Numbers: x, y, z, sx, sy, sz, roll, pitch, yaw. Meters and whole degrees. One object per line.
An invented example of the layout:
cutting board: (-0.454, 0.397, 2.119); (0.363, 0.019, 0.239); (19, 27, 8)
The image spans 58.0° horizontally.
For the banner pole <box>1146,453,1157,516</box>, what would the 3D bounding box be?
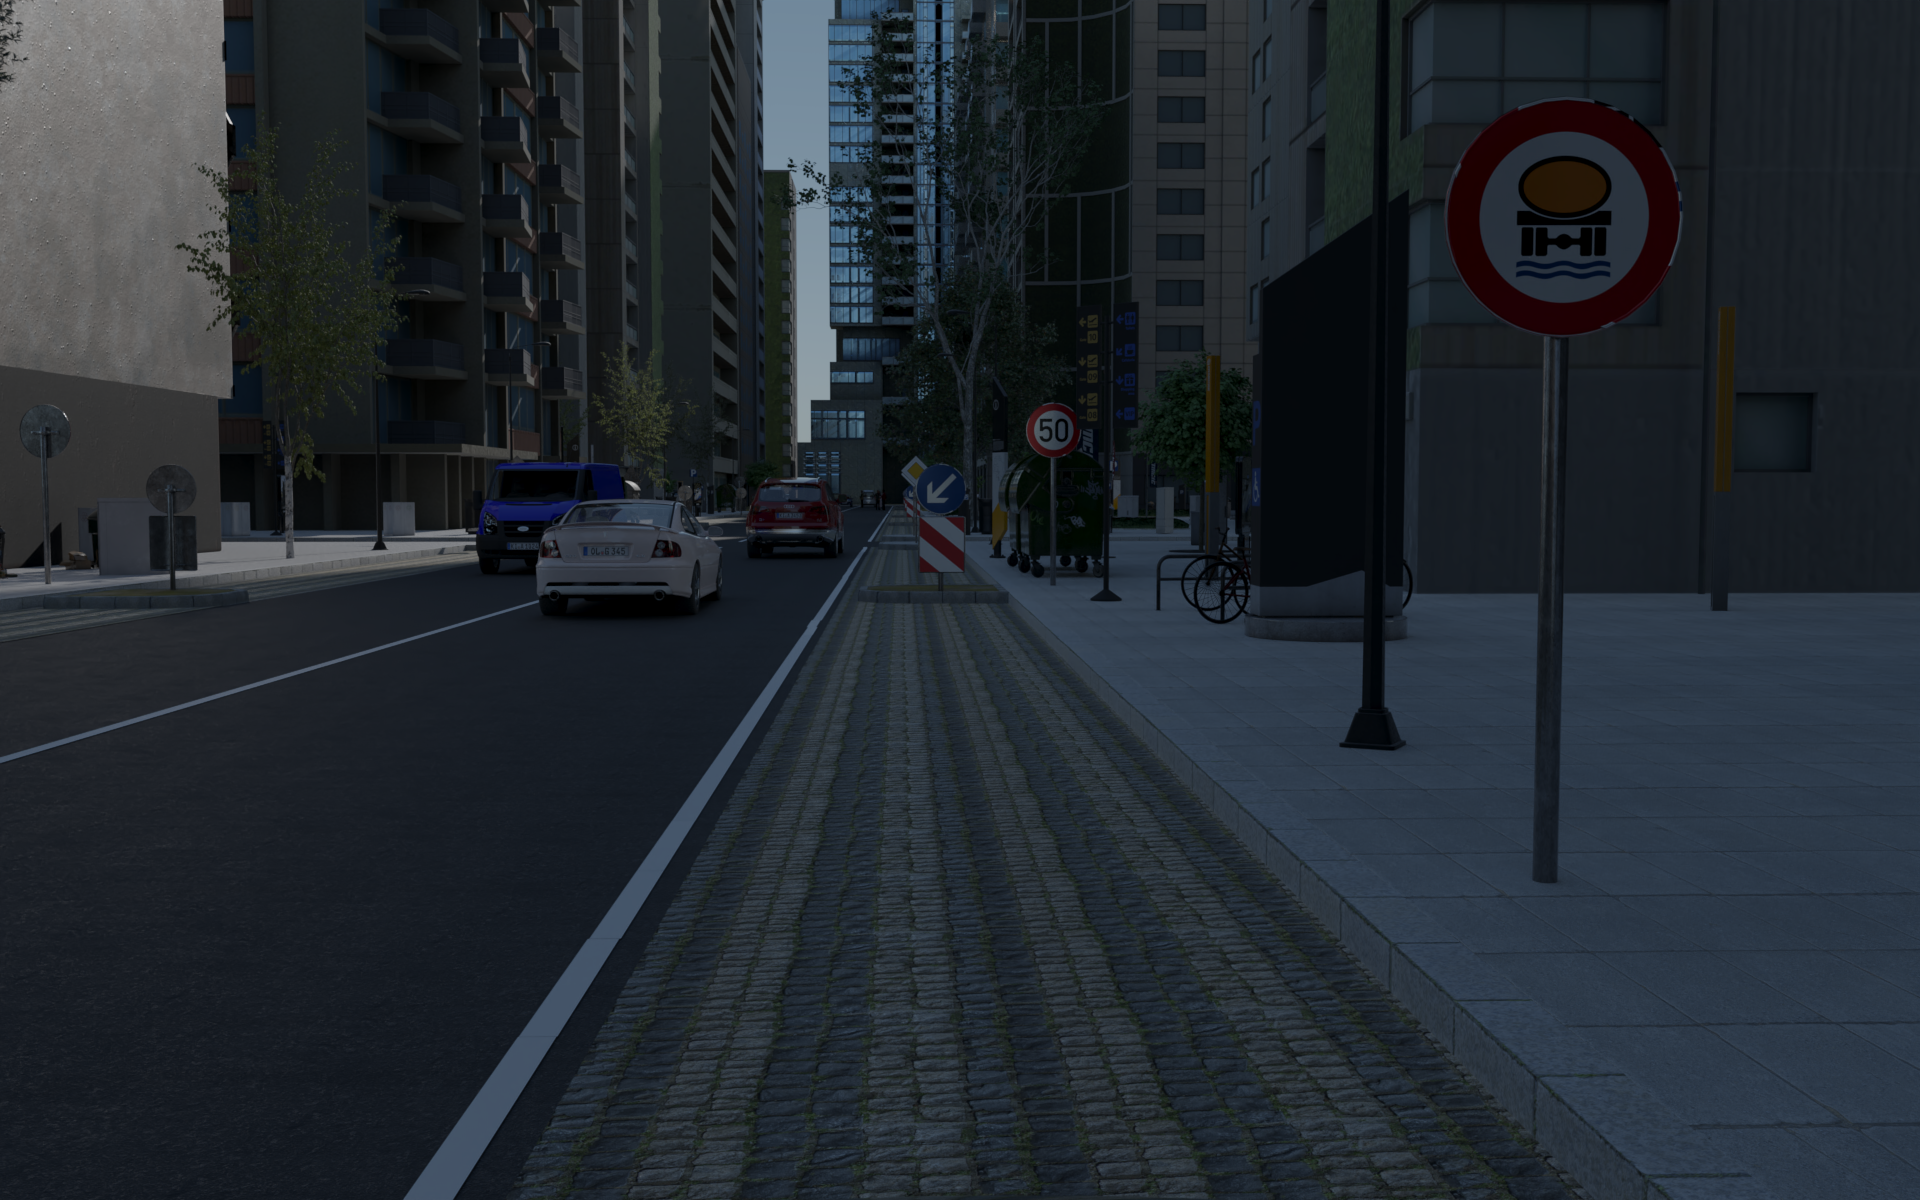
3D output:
banner pole: (9.330, -5.795, 84.761); (0.863, 3.779, 0.401); (3, 5, 42)

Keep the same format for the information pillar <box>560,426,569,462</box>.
information pillar: (-13.814, -4.208, 60.150); (0.183, 3.616, 0.504); (-1, 4, -17)

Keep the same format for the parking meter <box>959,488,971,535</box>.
parking meter: (0.144, -2.788, 53.998); (0.372, 1.533, 0.369); (0, 3, 0)

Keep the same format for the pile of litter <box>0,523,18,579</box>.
pile of litter: (-15.145, -0.771, 26.576); (1.176, 0.858, 1.719); (-2, 4, -29)

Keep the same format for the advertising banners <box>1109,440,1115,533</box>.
advertising banners: (4.968, -3.723, 57.057); (0.090, 3.025, 2.074); (0, 4, -1)

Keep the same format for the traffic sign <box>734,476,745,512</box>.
traffic sign: (-15.961, -7.665, 125.434); (0.768, 2.556, 0.104); (0, 4, 1)

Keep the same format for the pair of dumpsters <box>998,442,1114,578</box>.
pair of dumpsters: (1.534, -1.589, 28.467); (1.574, 2.255, 4.437); (0, 4, -2)

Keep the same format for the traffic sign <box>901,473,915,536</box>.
traffic sign: (-1.419, -3.036, 53.278); (0.795, 2.450, 0.064); (0, 4, -2)

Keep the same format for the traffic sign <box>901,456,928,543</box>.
traffic sign: (-1.148, -2.548, 45.298); (0.795, 2.450, 0.064); (0, 4, -2)

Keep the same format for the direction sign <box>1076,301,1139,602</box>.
direction sign: (1.757, -1.757, 20.731); (0.876, 3.537, 0.379); (3, 5, 40)

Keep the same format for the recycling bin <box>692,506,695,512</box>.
recycling bin: (-18.422, -6.693, 121.984); (0.722, 1.027, 0.722); (-1, 4, -22)

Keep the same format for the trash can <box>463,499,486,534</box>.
trash can: (-15.468, -2.665, 55.231); (0.748, 1.137, 0.748); (0, 3, 0)

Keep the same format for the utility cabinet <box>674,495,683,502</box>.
utility cabinet: (-15.625, -5.246, 96.931); (0.306, 1.237, 1.020); (1, 4, 18)

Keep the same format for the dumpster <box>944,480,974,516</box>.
dumpster: (-0.158, -4.617, 77.976); (1.502, 2.255, 1.985); (0, 4, -2)

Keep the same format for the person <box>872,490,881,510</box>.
person: (-7.298, -8.915, 154.390); (1.348, 1.807, 0.705); (-2, 4, -29)

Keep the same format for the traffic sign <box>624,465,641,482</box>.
traffic sign: (-14.556, -4.687, 76.633); (0.884, 2.594, 0.081); (0, 4, 6)

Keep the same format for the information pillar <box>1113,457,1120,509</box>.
information pillar: (9.341, -6.866, 103.607); (0.504, 3.616, 0.183); (-1, 4, -11)

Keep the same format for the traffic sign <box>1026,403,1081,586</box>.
traffic sign: (1.307, -1.475, 24.230); (0.768, 2.556, 0.104); (0, 4, 0)

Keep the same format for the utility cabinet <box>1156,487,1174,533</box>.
utility cabinet: (6.624, -2.899, 56.074); (0.318, 1.500, 1.173); (1, 4, 20)

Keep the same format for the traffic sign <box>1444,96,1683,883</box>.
traffic sign: (1.941, -0.340, 5.668); (0.768, 2.556, 0.104); (0, 3, 0)

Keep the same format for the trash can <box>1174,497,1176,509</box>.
trash can: (12.408, -5.528, 102.034); (0.748, 1.137, 0.748); (0, 3, 0)

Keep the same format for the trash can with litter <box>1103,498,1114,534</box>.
trash can with litter: (4.334, -2.670, 55.036); (1.055, 1.170, 0.624); (-1, 4, -12)

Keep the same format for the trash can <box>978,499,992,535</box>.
trash can: (0.901, -2.647, 54.932); (0.748, 1.137, 0.748); (0, 3, 0)

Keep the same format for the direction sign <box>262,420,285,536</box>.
direction sign: (-21.118, -3.755, 53.387); (0.876, 3.537, 0.379); (1, 4, 23)

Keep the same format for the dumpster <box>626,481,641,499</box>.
dumpster: (-14.565, -4.229, 74.906); (1.264, 1.857, 1.865); (0, 4, -2)

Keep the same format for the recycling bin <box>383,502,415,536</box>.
recycling bin: (-17.311, -2.501, 53.443); (0.722, 1.027, 0.722); (-3, 5, -43)

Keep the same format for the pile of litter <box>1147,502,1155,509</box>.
pile of litter: (11.073, -5.287, 100.400); (1.719, 0.858, 1.176); (1, 4, 18)

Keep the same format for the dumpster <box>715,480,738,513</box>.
dumpster: (-16.176, -7.181, 119.904); (1.502, 2.255, 1.985); (0, 4, -2)

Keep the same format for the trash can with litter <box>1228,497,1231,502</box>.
trash can with litter: (14.914, -5.088, 94.572); (1.055, 1.170, 0.624); (0, 4, 0)

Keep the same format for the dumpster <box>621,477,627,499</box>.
dumpster: (-11.723, -3.089, 55.457); (1.985, 2.255, 1.502); (0, 4, -1)

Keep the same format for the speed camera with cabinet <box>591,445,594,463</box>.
speed camera with cabinet: (-14.414, -4.564, 68.955); (0.660, 3.252, 2.038); (-1, 4, -14)

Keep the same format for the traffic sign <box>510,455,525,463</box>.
traffic sign: (-11.487, -2.528, 44.968); (0.795, 2.450, 0.064); (0, 4, -2)

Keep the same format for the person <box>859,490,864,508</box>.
person: (-10.209, -10.476, 179.877); (0.705, 1.812, 1.348); (1, 4, 10)

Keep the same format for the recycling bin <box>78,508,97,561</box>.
recycling bin: (-15.766, -1.192, 32.051); (0.722, 1.027, 0.722); (1, 4, 16)

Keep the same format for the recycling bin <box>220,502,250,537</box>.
recycling bin: (-22.089, -2.449, 52.600); (0.722, 1.027, 0.722); (2, 4, 24)

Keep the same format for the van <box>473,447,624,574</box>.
van: (-7.699, -1.744, 32.892); (2.240, 2.365, 5.245); (0, 4, -1)

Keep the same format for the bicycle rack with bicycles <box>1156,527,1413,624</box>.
bicycle rack with bicycles: (3.448, -0.304, 18.354); (2.925, 0.926, 2.852); (-1, 4, -14)

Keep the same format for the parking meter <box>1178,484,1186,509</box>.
parking meter: (12.665, -5.697, 98.862); (0.399, 1.863, 0.255); (1, 4, 19)

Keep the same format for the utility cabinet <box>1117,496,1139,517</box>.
utility cabinet: (6.546, -3.449, 67.555); (0.306, 1.237, 1.020); (-2, 4, -30)

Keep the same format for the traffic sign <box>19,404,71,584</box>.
traffic sign: (-12.989, -1.498, 24.593); (0.768, 2.556, 0.104); (0, 4, 6)

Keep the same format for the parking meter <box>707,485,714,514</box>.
parking meter: (-15.921, -6.414, 110.581); (0.255, 1.863, 0.399); (3, 5, 39)

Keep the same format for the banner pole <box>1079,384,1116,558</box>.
banner pole: (2.706, -2.728, 34.612); (0.863, 3.779, 0.401); (-1, 4, -13)

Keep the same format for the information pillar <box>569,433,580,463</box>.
information pillar: (-14.859, -4.605, 66.646); (0.504, 3.616, 0.183); (0, 4, -6)

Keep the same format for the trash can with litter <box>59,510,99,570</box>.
trash can with litter: (-14.802, -1.118, 29.668); (0.624, 1.170, 1.055); (2, 4, 32)

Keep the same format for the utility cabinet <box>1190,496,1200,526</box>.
utility cabinet: (9.764, -3.659, 70.991); (0.306, 1.237, 1.020); (2, 4, 32)

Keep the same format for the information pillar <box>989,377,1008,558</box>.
information pillar: (0.792, -2.641, 34.541); (0.183, 3.616, 0.504); (-2, 4, -29)

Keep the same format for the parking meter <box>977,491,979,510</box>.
parking meter: (0.931, -5.692, 101.475); (0.372, 1.533, 0.369); (0, 3, 0)

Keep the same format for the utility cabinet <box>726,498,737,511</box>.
utility cabinet: (-16.765, -7.257, 127.333); (0.318, 1.500, 1.173); (1, 4, 22)

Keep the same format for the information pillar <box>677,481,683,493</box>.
information pillar: (-16.196, -5.864, 100.370); (0.304, 2.012, 0.304); (0, 4, 1)

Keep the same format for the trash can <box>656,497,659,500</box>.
trash can: (-17.478, -5.486, 101.349); (0.748, 1.137, 0.748); (0, 3, 0)

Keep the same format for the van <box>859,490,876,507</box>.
van: (-9.818, -10.967, 186.319); (2.013, 2.044, 4.112); (0, 4, -2)

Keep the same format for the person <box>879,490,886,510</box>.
person: (-6.725, -8.740, 151.357); (0.705, 1.831, 1.348); (2, 4, 24)

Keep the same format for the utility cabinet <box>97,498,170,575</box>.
utility cabinet: (-13.149, -1.004, 27.580); (1.020, 1.237, 0.306); (-2, 4, -24)

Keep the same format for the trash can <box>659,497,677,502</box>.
trash can: (-15.166, -4.838, 90.752); (0.748, 1.137, 0.748); (0, 3, 0)

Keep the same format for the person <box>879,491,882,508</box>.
person: (-8.100, -10.102, 174.340); (0.551, 1.740, 0.621); (-1, 4, -21)

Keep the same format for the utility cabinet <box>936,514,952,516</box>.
utility cabinet: (-0.923, -5.607, 102.836); (1.020, 1.237, 0.306); (2, 4, 25)
